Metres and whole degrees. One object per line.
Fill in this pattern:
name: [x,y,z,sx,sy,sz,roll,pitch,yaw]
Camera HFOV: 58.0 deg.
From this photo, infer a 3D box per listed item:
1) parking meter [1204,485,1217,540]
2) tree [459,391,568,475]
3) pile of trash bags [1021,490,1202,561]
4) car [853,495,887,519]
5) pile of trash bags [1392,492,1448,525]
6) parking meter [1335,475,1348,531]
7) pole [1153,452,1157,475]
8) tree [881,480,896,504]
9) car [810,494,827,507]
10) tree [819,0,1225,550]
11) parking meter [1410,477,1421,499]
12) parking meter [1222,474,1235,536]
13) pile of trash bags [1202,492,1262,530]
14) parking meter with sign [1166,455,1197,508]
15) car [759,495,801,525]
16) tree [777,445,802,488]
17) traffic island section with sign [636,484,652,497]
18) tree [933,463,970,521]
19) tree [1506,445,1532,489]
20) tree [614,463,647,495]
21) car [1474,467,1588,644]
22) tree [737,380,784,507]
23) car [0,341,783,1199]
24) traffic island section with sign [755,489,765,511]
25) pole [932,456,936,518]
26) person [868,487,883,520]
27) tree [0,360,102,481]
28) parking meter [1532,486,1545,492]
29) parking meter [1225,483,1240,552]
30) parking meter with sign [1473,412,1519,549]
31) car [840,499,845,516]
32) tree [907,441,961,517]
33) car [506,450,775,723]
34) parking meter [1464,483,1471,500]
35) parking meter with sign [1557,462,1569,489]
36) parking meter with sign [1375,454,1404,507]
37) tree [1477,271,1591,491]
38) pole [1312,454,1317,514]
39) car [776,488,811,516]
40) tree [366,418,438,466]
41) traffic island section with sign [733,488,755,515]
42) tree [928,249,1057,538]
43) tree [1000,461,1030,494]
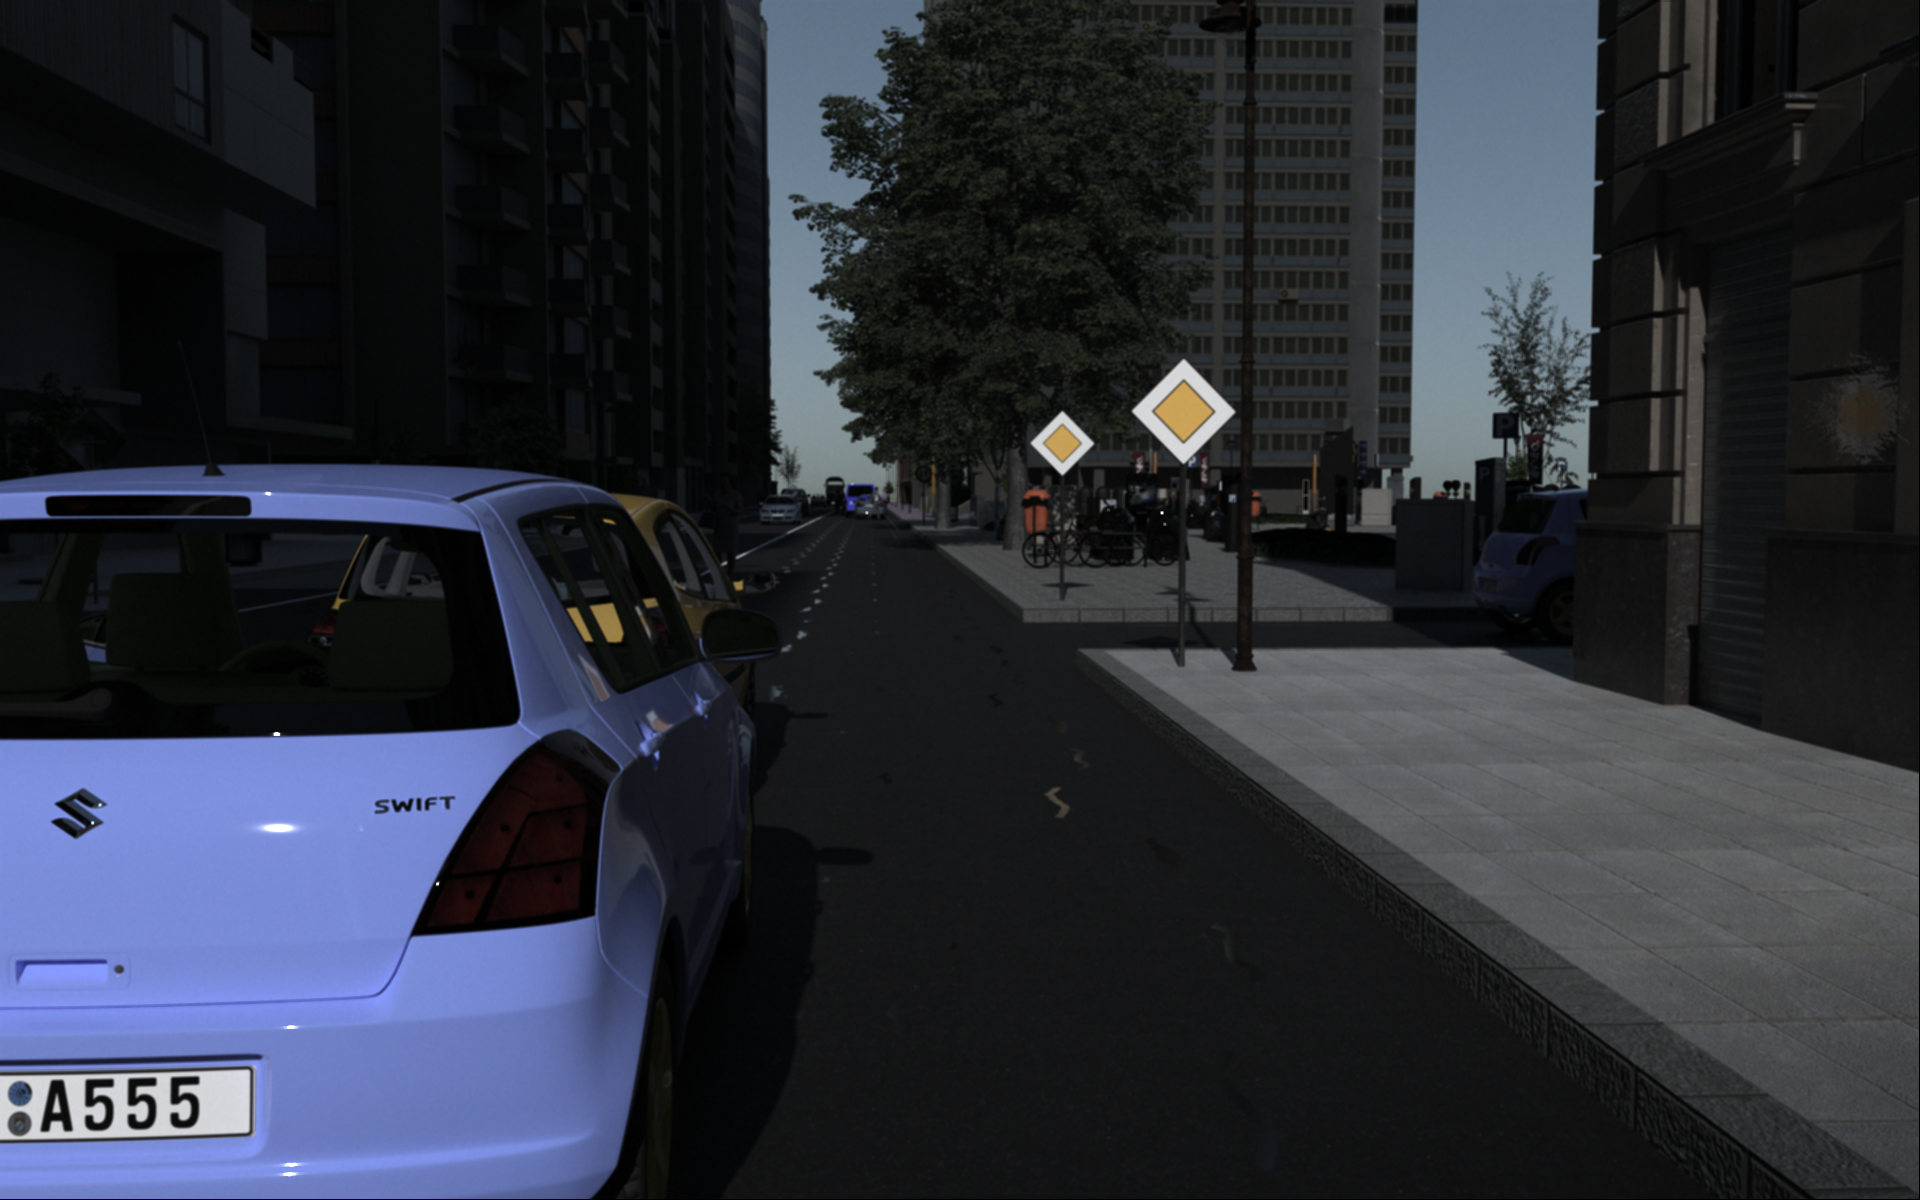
parking meter: [7.045,-2.466,48.723,0.372,1.533,0.369,0,3,0]
tree: [-14.176,-4.372,55.191,4.285,4.588,4.351,0,3,0]
pile of trash bags: [2.889,-1.501,34.294,3.447,1.369,1.912,1,4,15]
car: [-5.175,-5.353,99.521,2.014,1.417,4.499,0,4,-3]
pile of trash bags: [18.912,-3.784,71.618,3.447,1.369,1.912,-3,4,-36]
parking meter: [11.458,-2.836,52.079,0.255,1.863,0.399,-1,4,-11]
pole: [9.520,-5.559,84.732,0.158,3.312,0.155,0,3,0]
tree: [-10.282,-15.718,251.595,1.663,3.219,1.824,0,3,0]
car: [-15.785,-11.071,193.015,2.014,1.417,4.499,0,4,-5]
tree: [1.199,-8.126,39.522,9.857,13.997,8.962,0,3,0]
parking meter: [15.806,-3.329,60.148,0.255,1.863,0.399,-1,4,-14]
parking meter: [7.709,-2.689,49.678,0.399,1.863,0.255,0,4,5]
pile of trash bags: [9.649,-3.262,63.085,1.912,1.369,3.447,-3,4,-38]
parking meter with sign: [9.948,-5.038,78.639,0.543,3.016,1.738,-2,4,-34]
car: [-8.530,-4.313,82.518,2.014,1.417,4.499,0,4,-2]
tree: [-24.727,-18.421,251.539,4.360,8.622,3.978,0,3,0]
traffic island section with sign: [-12.743,-3.745,69.851,1.989,1.847,2.006,0,4,-3]
tree: [-0.620,-5.457,83.827,1.663,3.219,1.824,0,3,0]
tree: [21.734,-4.477,67.792,1.663,3.219,1.824,0,3,0]
tree: [-17.914,-6.019,93.008,1.663,3.219,1.824,0,3,0]
car: [7.102,-0.473,17.330,3.694,1.707,1.945,0,4,-1]
tree: [-21.187,-15.489,171.374,7.486,12.596,7.792,0,3,0]
car: [-1.439,0.319,4.377,1.945,1.707,3.694,0,4,-3]
traffic island section with sign: [-16.830,-8.470,147.112,1.989,1.847,2.006,0,4,-3]
pole: [-1.397,-6.047,92.712,0.158,3.312,0.155,0,3,0]
person: [-4.637,-5.259,94.591,0.850,1.850,0.679,1,4,11]
tree: [-13.038,-1.869,25.159,1.663,3.219,1.824,0,3,0]
parking meter: [17.638,-2.716,52.818,0.372,1.533,0.369,0,3,0]
parking meter: [6.043,-1.825,38.252,0.372,1.533,0.369,0,3,0]
parking meter with sign: [11.167,-2.464,36.543,0.543,3.016,1.738,3,5,39]
car: [-7.036,-6.509,116.211,2.009,1.686,4.222,0,4,-3]
tree: [-1.153,-6.919,96.834,4.285,4.588,4.351,0,3,0]
car: [-1.976,0.091,8.731,2.015,1.641,3.980,0,4,-3]
parking meter: [25.560,-4.991,87.318,0.255,1.863,0.399,0,4,4]
parking meter with sign: [32.758,-5.942,93.405,0.543,3.016,1.738,3,5,41]
parking meter with sign: [18.858,-4.814,74.973,1.738,3.016,0.543,1,4,22]
tree: [18.974,-6.526,57.055,4.360,8.622,3.978,0,3,0]
pole: [18.161,-5.807,88.785,0.158,3.312,0.155,0,3,0]
car: [-11.017,-6.471,114.473,2.281,1.827,5.304,0,4,-5]
tree: [-14.314,-3.029,44.124,1.663,3.219,1.824,0,3,0]
traffic island section with sign: [-15.359,-6.779,119.458,1.989,1.847,2.006,0,4,-3]
tree: [1.048,-6.097,50.045,4.360,8.622,3.978,0,3,0]
tree: [2.660,-5.729,88.273,1.663,3.219,1.824,0,3,0]
